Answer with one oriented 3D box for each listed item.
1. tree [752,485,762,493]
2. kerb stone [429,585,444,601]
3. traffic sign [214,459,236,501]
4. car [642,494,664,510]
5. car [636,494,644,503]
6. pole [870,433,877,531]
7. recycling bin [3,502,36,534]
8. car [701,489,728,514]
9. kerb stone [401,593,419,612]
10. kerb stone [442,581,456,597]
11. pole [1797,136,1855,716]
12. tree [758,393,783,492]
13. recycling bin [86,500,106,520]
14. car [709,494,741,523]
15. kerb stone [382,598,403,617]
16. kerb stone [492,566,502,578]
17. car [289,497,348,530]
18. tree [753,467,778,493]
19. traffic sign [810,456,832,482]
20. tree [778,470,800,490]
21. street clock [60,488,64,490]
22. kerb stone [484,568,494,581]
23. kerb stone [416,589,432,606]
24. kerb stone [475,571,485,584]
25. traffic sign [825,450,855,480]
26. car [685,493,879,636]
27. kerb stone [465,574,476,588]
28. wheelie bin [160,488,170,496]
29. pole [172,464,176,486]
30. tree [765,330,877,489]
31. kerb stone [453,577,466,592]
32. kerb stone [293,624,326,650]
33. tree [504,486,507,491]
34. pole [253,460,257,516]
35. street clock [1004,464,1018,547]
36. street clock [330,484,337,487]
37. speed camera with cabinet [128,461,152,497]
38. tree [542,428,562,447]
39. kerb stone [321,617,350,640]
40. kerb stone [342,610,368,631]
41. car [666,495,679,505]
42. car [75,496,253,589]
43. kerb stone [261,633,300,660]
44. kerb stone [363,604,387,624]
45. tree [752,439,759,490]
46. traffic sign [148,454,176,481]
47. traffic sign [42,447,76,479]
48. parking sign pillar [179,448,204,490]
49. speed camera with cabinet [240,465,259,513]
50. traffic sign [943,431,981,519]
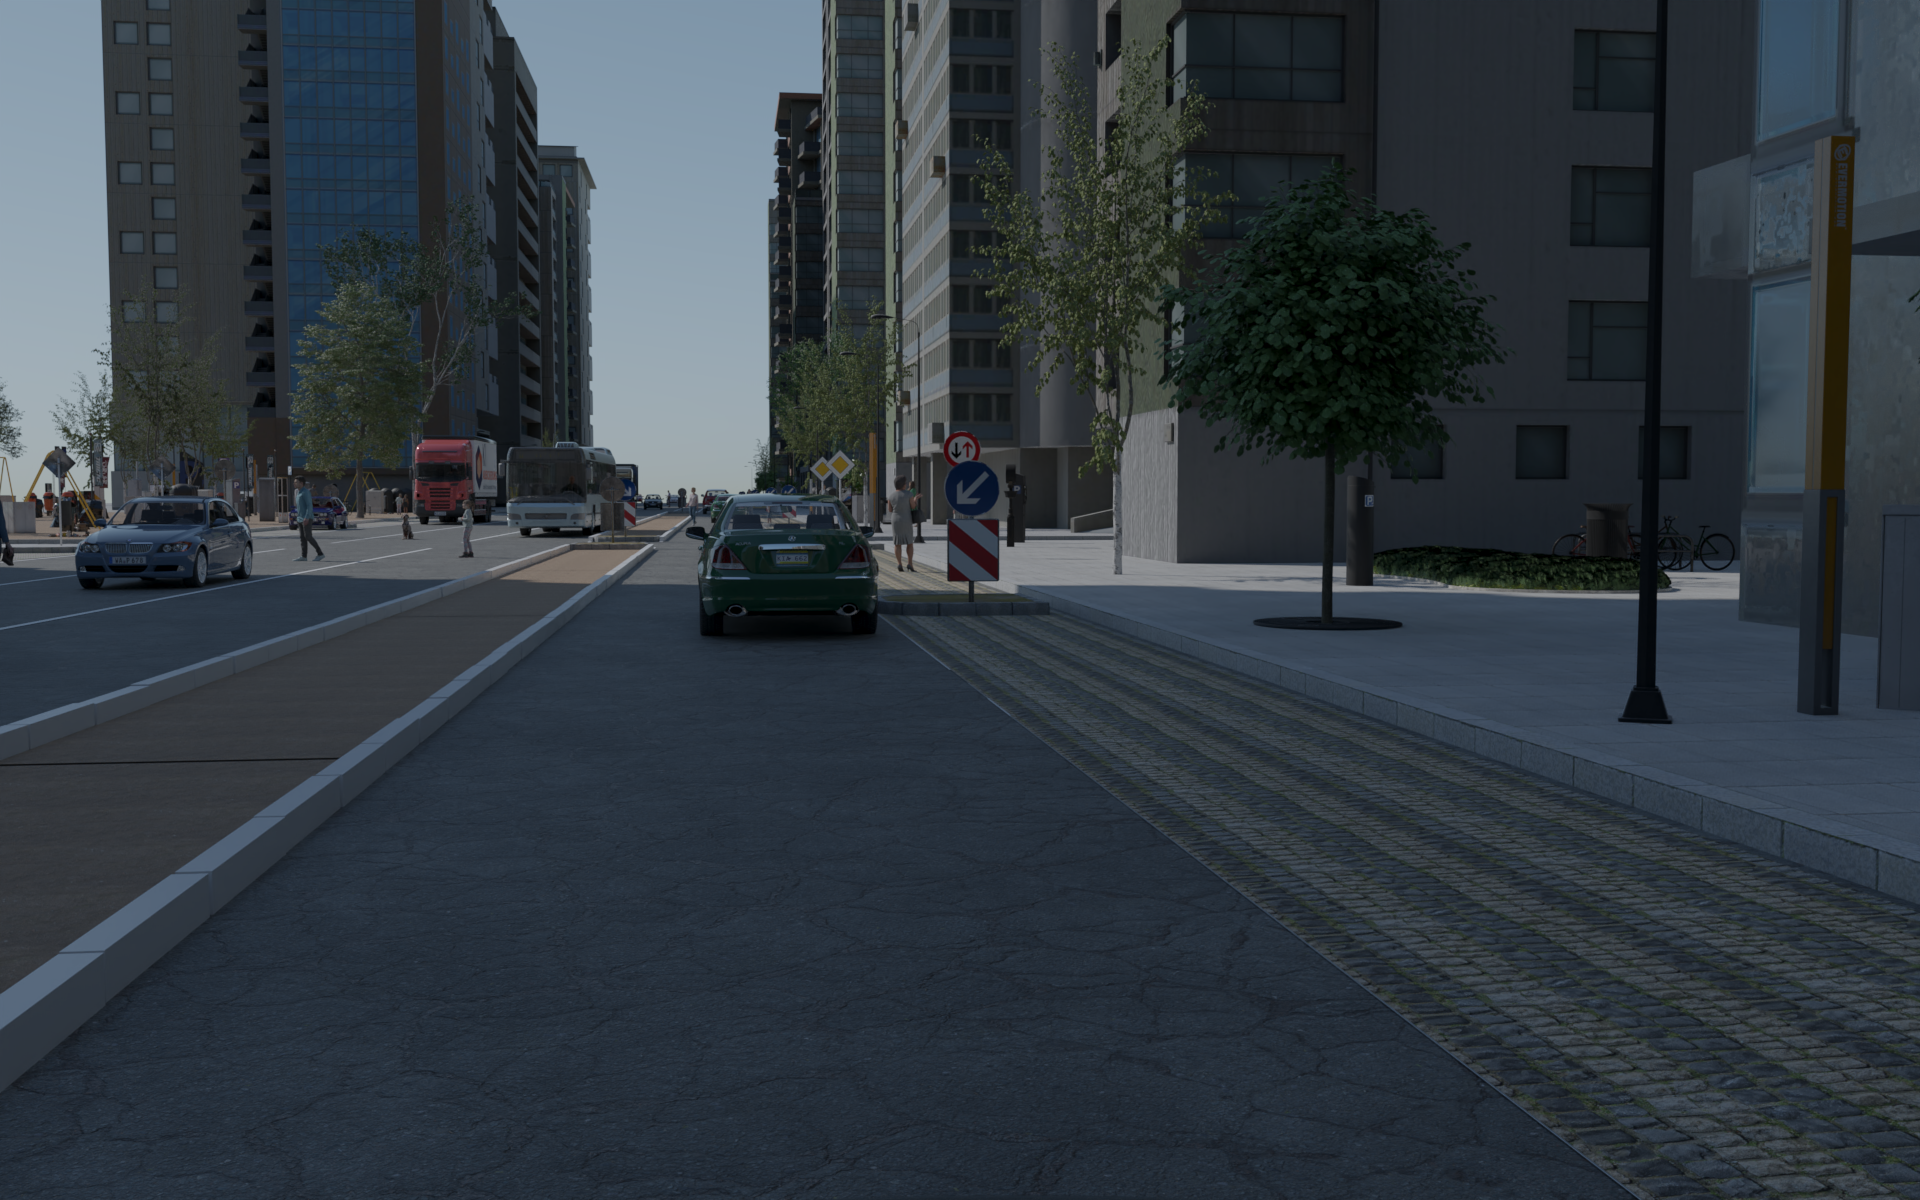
[{"bbox_3d":[-30.187,-16.118,258.134,1.663,3.219,1.824,0,3,0],"label":"tree"},{"bbox_3d":[-7.139,-0.068,23.367,0.120,0.150,1.000,0,4,-8],"label":"kerb stone"},{"bbox_3d":[-26.891,-3.870,63.375,0.768,2.556,0.104,0,4,-5],"label":"traffic sign"},{"bbox_3d":[-28.316,-9.177,159.836,2.009,1.686,4.222,-1,4,-9],"label":"car"},{"bbox_3d":[-51.144,-16.226,274.338,2.155,1.783,4.494,-1,4,-8],"label":"car"},{"bbox_3d":[-2.913,-3.918,57.896,0.158,3.312,0.155,0,3,0],"label":"pole"},{"bbox_3d":[-30.820,-2.703,56.747,0.722,1.027,0.722,2,4,34],"label":"recycling bin"},{"bbox_3d":[-17.608,-7.137,125.361,2.281,1.827,5.304,0,4,-8],"label":"car"},{"bbox_3d":[-6.850,0.053,21.337,0.120,0.150,1.000,0,4,-8],"label":"kerb stone"},{"bbox_3d":[-7.265,-0.134,24.382,0.120,0.150,1.000,0,4,-8],"label":"kerb stone"},{"bbox_3d":[5.009,-0.989,10.015,0.158,3.312,0.155,0,3,0],"label":"pole"},{"bbox_3d":[-8.402,-9.076,98.748,4.737,8.622,4.395,0,3,0],"label":"tree"},{"bbox_3d":[-39.277,-4.036,78.549,0.722,1.027,0.722,1,4,14],"label":"recycling bin"},{"bbox_3d":[-11.577,-4.614,87.239,2.131,1.459,4.920,0,4,-6],"label":"car"},{"bbox_3d":[-6.717,0.115,20.320,0.120,0.150,1.000,0,4,-8],"label":"kerb stone"},{"bbox_3d":[-7.970,-0.444,29.480,0.120,0.150,1.000,0,4,-8],"label":"kerb stone"},{"bbox_3d":[-25.826,-3.495,69.724,1.945,1.354,3.894,-1,4,-9],"label":"car"},{"bbox_3d":[-23.622,-13.920,211.297,4.285,4.588,4.351,0,3,0],"label":"tree"},{"bbox_3d":[-4.222,-3.139,53.507,0.795,2.593,0.064,0,4,-8],"label":"traffic sign"},{"bbox_3d":[-13.564,-8.669,136.333,1.663,3.219,1.824,0,3,0],"label":"tree"},{"bbox_3d":[-56.118,-6.338,108.194,0.358,2.002,0.471,-1,4,-17],"label":"street clock"},{"bbox_3d":[-7.835,-0.383,28.459,0.120,0.150,1.000,0,4,-8],"label":"kerb stone"},{"bbox_3d":[-6.992,-0.009,22.349,0.120,0.150,1.000,0,4,-8],"label":"kerb stone"},{"bbox_3d":[-7.696,-0.321,27.446,0.120,0.150,1.000,0,4,-8],"label":"kerb stone"},{"bbox_3d":[-3.131,-2.655,45.597,0.795,2.593,0.064,0,4,-8],"label":"traffic sign"},{"bbox_3d":[-1.950,-0.444,19.057,2.131,1.459,4.920,0,4,-8],"label":"car"},{"bbox_3d":[-7.551,-0.259,26.425,0.120,0.150,1.000,0,4,-8],"label":"kerb stone"},{"bbox_3d":[-43.737,-5.372,95.733,0.693,1.594,0.980,0,4,6],"label":"wheelie bin"},{"bbox_3d":[-53.214,-7.551,117.299,0.158,3.312,0.155,0,3,0],"label":"pole"},{"bbox_3d":[-8.650,-11.216,109.130,9.928,11.665,9.643,0,3,0],"label":"tree"},{"bbox_3d":[-7.418,-0.197,25.412,0.120,0.150,1.000,0,4,-8],"label":"kerb stone"},{"bbox_3d":[-6.151,0.364,16.250,0.120,0.150,1.000,0,4,-8],"label":"kerb stone"},{"bbox_3d":[-39.973,-9.874,156.044,1.663,3.219,1.824,0,3,0],"label":"tree"},{"bbox_3d":[-42.176,-6.712,103.586,0.158,3.312,0.155,0,3,0],"label":"pole"},{"bbox_3d":[1.227,-2.285,41.928,0.358,2.002,0.471,0,4,4],"label":"street clock"},{"bbox_3d":[-43.388,-7.058,119.971,0.358,2.002,0.471,2,4,33],"label":"street clock"},{"bbox_3d":[-50.033,-6.810,105.676,0.660,3.252,2.038,0,4,0],"label":"speed camera with cabinet"},{"bbox_3d":[-45.195,-14.793,192.230,4.737,8.622,4.395,0,3,0],"label":"tree"},{"bbox_3d":[-6.282,0.301,17.268,0.120,0.150,1.000,0,4,-8],"label":"kerb stone"},{"bbox_3d":[-6.438,0.239,18.287,0.120,0.150,1.000,0,4,-8],"label":"kerb stone"},{"bbox_3d":[-38.925,-13.636,235.315,2.083,1.381,4.827,0,4,-8],"label":"car"},{"bbox_3d":[-12.700,-0.972,27.900,2.014,1.417,4.499,-1,4,-9],"label":"car"},{"bbox_3d":[-6.011,0.426,15.225,0.120,0.150,1.000,0,4,-8],"label":"kerb stone"},{"bbox_3d":[-6.577,0.177,19.308,0.120,0.150,1.000,0,4,-8],"label":"kerb stone"},{"bbox_3d":[-24.323,-16.366,217.945,4.737,8.622,4.395,0,3,0],"label":"tree"},{"bbox_3d":[-23.438,-2.978,50.887,0.795,2.593,0.064,0,4,-8],"label":"traffic sign"},{"bbox_3d":[-22.347,-2.495,42.977,0.795,2.593,0.064,0,4,-8],"label":"traffic sign"},{"bbox_3d":[-45.168,-6.931,101.798,1.447,3.967,1.447,-1,4,-8],"label":"parking sign pillar"},{"bbox_3d":[-47.664,-7.456,116.247,2.038,3.252,0.660,3,5,44],"label":"speed camera with cabinet"},{"bbox_3d":[0.038,-2.139,35.071,0.768,2.556,0.104,0,4,-2],"label":"traffic sign"}]
